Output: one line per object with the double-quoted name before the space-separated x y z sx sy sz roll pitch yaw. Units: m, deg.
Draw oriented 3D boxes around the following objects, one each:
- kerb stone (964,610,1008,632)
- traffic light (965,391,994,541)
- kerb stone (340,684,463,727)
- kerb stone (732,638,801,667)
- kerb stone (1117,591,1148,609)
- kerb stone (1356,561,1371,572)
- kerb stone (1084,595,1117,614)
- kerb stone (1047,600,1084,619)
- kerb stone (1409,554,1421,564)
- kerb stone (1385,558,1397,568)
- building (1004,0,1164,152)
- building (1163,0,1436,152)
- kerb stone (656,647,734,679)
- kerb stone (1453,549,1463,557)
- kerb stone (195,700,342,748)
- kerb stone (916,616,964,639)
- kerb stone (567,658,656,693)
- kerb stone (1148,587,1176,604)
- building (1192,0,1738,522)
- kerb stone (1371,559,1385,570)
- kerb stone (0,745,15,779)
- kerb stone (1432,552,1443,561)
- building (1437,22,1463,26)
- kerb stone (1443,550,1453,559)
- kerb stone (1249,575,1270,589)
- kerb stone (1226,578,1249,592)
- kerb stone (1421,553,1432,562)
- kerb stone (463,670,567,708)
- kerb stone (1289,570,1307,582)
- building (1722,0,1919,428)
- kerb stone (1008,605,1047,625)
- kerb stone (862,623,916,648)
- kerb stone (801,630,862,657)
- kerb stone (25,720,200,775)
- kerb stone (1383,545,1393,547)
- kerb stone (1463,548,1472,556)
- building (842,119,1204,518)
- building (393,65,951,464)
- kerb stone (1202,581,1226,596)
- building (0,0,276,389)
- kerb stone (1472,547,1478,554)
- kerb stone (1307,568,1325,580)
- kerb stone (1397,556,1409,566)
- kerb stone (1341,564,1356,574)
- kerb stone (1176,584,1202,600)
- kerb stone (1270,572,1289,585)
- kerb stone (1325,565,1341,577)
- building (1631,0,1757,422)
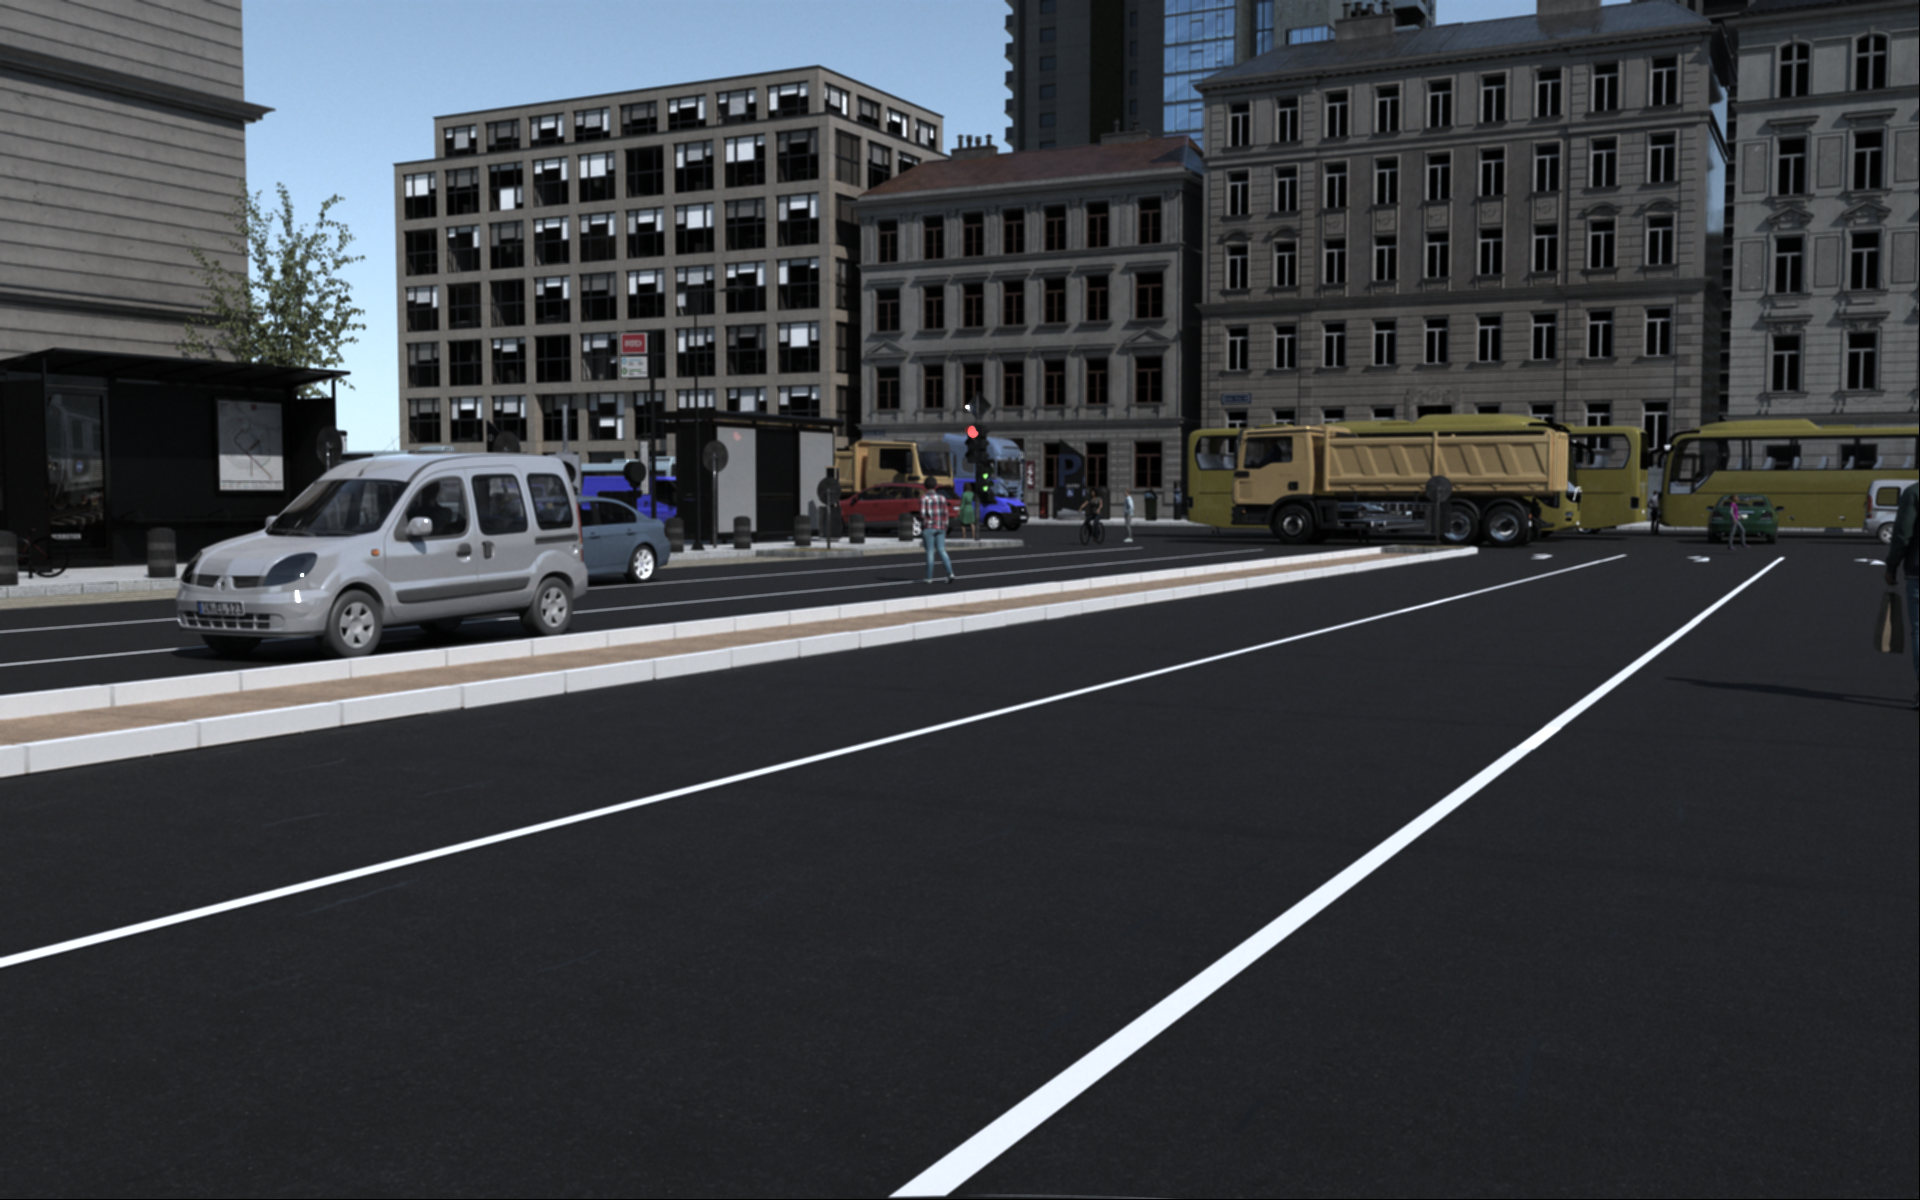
"kerb stone" 0.215 0.235 18.418 0.120 0.150 1.000 2 4 28
"traffic light" 0.488 -3.581 47.469 0.839 4.253 0.868 2 4 28
"kerb stone" -3.617 0.676 11.135 0.120 0.150 1.000 2 4 28
"kerb stone" -1.703 0.454 14.776 0.120 0.150 1.000 2 4 28
"kerb stone" 2.117 0.008 22.066 0.120 0.150 1.000 2 4 28
"kerb stone" 7.386 -0.597 32.094 0.120 0.150 1.000 2 4 28
"kerb stone" 1.642 0.064 21.149 0.120 0.150 1.000 2 4 28
"kerb stone" 1.167 0.120 20.238 0.120 0.150 1.000 2 4 28
"kerb stone" 9.297 -0.829 35.750 0.120 0.150 1.000 2 4 28
"kerb stone" 8.334 -0.717 33.920 0.120 0.150 1.000 2 4 28
"building" 20.310 -39.702 191.126 28.212 58.520 21.231 2 4 28
"building" 30.602 -51.543 155.404 22.319 86.520 31.000 2 4 28
"kerb stone" -2.173 0.513 13.862 0.120 0.150 1.000 2 4 28
"kerb stone" 11.210 -1.052 39.397 0.120 0.150 1.000 2 4 28
"kerb stone" -4.093 0.733 10.218 0.120 0.150 1.000 2 4 28
"kerb stone" -0.266 0.287 17.505 0.120 0.150 1.000 2 4 28
"kerb stone" -2.656 0.567 12.955 0.120 0.150 1.000 2 4 28
"kerb stone" 2.596 -0.048 22.980 0.120 0.150 1.000 2 4 28
"building" 25.920 -17.881 89.614 25.104 27.353 12.463 2 4 28
"kerb stone" 7.859 -0.661 33.010 0.120 0.150 1.000 2 4 28
"kerb stone" -5.046 0.844 8.398 0.120 0.150 1.000 2 4 28
"kerb stone" 10.261 -0.941 37.573 0.120 0.150 1.000 2 4 28
"building" 43.105 -34.043 180.309 21.600 48.544 21.300 2 4 28
"kerb stone" 10.734 -0.995 38.485 0.120 0.150 1.000 2 4 28
"kerb stone" 4.518 -0.270 26.615 0.120 0.150 1.000 2 4 28
"kerb stone" 4.030 -0.215 25.711 0.120 0.150 1.000 2 4 28
"kerb stone" 9.773 -0.883 36.664 0.120 0.150 1.000 2 4 28
"kerb stone" -3.132 0.621 12.043 0.120 0.150 1.000 2 4 28
"kerb stone" 5.462 -0.382 28.448 0.120 0.150 1.000 2 4 28
"building" 57.571 -18.273 75.186 44.131 29.872 17.030 2 4 28
"kerb stone" 0.683 0.175 19.332 0.120 0.150 1.000 2 4 28
"kerb stone" -0.745 0.349 16.597 0.120 0.150 1.000 2 4 28
"kerb stone" -1.224 0.398 15.688 0.120 0.150 1.000 2 4 28
"kerb stone" -4.569 0.790 9.308 0.120 0.150 1.000 2 4 28
"kerb stone" 10.294 -1.220 42.168 0.120 0.150 1.000 2 4 28
"kerb stone" 11.689 -1.101 40.306 0.120 0.150 1.000 2 4 28
"building" 5.272 -16.172 100.563 21.152 22.565 11.583 2 4 28
"building" -18.162 -19.085 116.562 34.151 26.468 19.350 2 4 28
"kerb stone" 3.554 -0.159 24.801 0.120 0.150 1.000 2 4 28
"building" -30.179 -15.575 42.039 23.554 28.519 14.401 2 4 28
"kerb stone" 12.161 -1.162 41.218 0.120 0.150 1.000 2 4 28
"kerb stone" 5.943 -0.438 29.357 0.120 0.150 1.000 2 4 28
"kerb stone" 8.810 -0.768 34.831 0.120 0.150 1.000 2 4 28
"kerb stone" 6.899 -0.549 31.175 0.120 0.150 1.000 2 4 28
"kerb stone" 3.077 -0.104 23.891 0.120 0.150 1.000 2 4 28
"kerb stone" 4.986 -0.326 27.529 0.120 0.150 1.000 2 4 28
"kerb stone" 6.423 -0.489 30.265 0.120 0.150 1.000 2 4 28
"building" 101.685 -48.645 233.592 20.611 71.187 20.563 2 4 28
